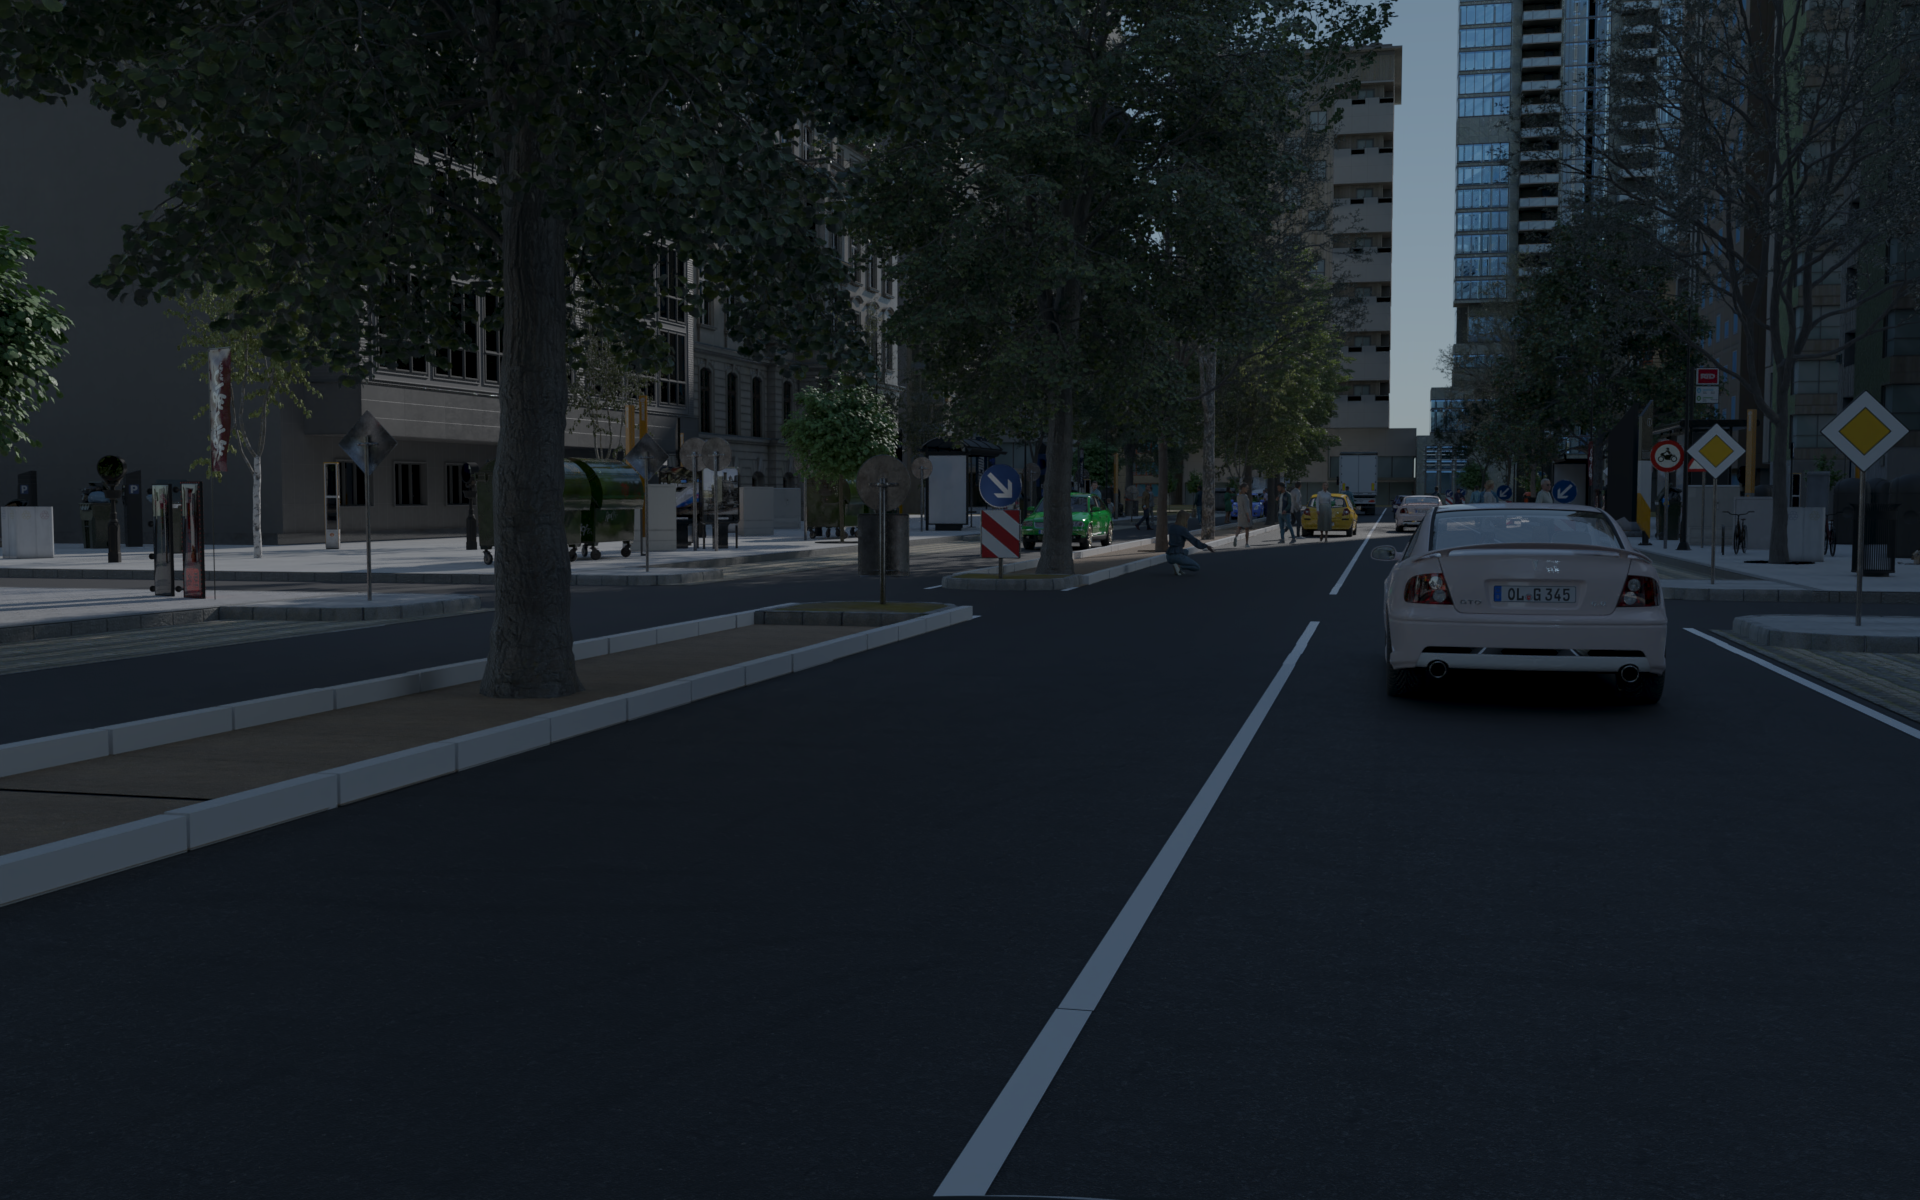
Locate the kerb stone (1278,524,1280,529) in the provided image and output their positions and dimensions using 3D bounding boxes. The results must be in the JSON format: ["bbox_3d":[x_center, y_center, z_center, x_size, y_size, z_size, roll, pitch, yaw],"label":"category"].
[{"bbox_3d":[12.835,-2.960,70.626,0.120,0.150,1.000,1,4,14],"label":"kerb stone"}]

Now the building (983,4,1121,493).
[{"bbox_3d":[-0.436,-34.688,156.393,27.495,52.752,28.713,1,4,14],"label":"building"}]

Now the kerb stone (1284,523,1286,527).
[{"bbox_3d":[13.839,-3.205,74.604,0.120,0.150,1.000,1,4,14],"label":"kerb stone"}]

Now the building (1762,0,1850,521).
[{"bbox_3d":[47.570,-24.557,85.094,14.154,41.232,14.086,1,4,14],"label":"building"}]

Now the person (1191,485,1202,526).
[{"bbox_3d":[10.801,-4.266,78.227,0.794,1.824,0.713,0,4,-6],"label":"person"}]

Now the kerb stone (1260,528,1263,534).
[{"bbox_3d":[10.587,-2.414,61.659,0.120,0.150,1.000,1,4,14],"label":"kerb stone"}]

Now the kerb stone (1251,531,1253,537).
[{"bbox_3d":[9.586,-2.166,57.667,0.120,0.150,1.000,1,4,14],"label":"kerb stone"}]

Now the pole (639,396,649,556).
[{"bbox_3d":[-6.563,-2.576,35.959,0.158,3.312,0.155,0,3,0],"label":"pole"}]

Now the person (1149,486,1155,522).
[{"bbox_3d":[8.875,-4.454,81.527,0.583,1.804,0.606,1,4,11],"label":"person"}]

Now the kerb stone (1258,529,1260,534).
[{"bbox_3d":[10.339,-2.349,60.667,0.120,0.150,1.000,1,4,14],"label":"kerb stone"}]

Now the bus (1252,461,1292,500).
[{"bbox_3d":[23.029,-8.350,128.073,2.896,3.916,12.252,1,4,13],"label":"bus"}]

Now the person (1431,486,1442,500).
[{"bbox_3d":[23.790,-4.782,86.677,0.713,1.824,0.794,-2,4,-25],"label":"person"}]

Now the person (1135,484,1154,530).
[{"bbox_3d":[7.400,-3.719,69.209,0.836,1.842,0.656,-1,4,-15],"label":"person"}]

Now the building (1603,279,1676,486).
[{"bbox_3d":[67.680,-18.036,139.930,27.650,21.520,28.899,1,4,14],"label":"building"}]

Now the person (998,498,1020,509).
[{"bbox_3d":[1.162,-1.977,41.659,0.563,1.720,0.643,-1,4,-15],"label":"person"}]

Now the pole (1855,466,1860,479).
[{"bbox_3d":[29.737,-3.883,57.337,0.158,3.312,0.155,0,3,0],"label":"pole"}]

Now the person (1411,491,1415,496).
[{"bbox_3d":[40.774,-8.997,156.310,1.217,1.735,0.721,-3,5,-40],"label":"person"}]

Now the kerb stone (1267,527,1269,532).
[{"bbox_3d":[11.331,-2.595,64.634,0.120,0.150,1.000,1,4,14],"label":"kerb stone"}]

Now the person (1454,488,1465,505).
[{"bbox_3d":[28.712,-5.529,99.354,0.683,1.767,0.568,-1,4,-21],"label":"person"}]

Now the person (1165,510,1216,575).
[{"bbox_3d":[3.956,-1.032,30.870,0.738,1.151,1.012,-2,4,-30],"label":"person"}]

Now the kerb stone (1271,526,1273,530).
[{"bbox_3d":[11.836,-2.718,66.633,0.120,0.150,1.000,1,4,14],"label":"kerb stone"}]

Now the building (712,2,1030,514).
[{"bbox_3d":[-11.705,-26.164,119.655,32.217,40.220,23.993,1,4,14],"label":"building"}]

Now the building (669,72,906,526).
[{"bbox_3d":[-12.577,-16.195,83.867,14.460,24.649,34.723,1,4,14],"label":"building"}]

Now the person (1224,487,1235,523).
[{"bbox_3d":[13.184,-4.678,85.237,0.529,1.795,0.600,-3,4,-36],"label":"person"}]

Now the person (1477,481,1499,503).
[{"bbox_3d":[14.411,-2.353,47.308,0.601,1.785,0.444,2,4,24],"label":"person"}]

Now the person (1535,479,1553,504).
[{"bbox_3d":[12.696,-1.762,37.802,0.515,1.767,0.782,3,4,39],"label":"person"}]

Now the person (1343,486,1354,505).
[{"bbox_3d":[19.946,-4.948,89.268,0.638,1.841,0.748,3,5,43],"label":"person"}]

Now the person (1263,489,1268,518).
[{"bbox_3d":[18.440,-5.831,104.779,0.436,1.711,0.756,2,4,32],"label":"person"}]

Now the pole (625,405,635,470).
[{"bbox_3d":[-7.565,-2.809,39.778,0.158,3.312,0.155,0,3,0],"label":"pole"}]

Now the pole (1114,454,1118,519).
[{"bbox_3d":[7.868,-5.721,87.376,0.158,3.312,0.155,0,3,0],"label":"pole"}]

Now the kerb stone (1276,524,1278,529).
[{"bbox_3d":[12.588,-2.899,69.634,0.120,0.150,1.000,1,4,14],"label":"kerb stone"}]

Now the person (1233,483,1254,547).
[{"bbox_3d":[7.579,-2.268,46.338,0.466,1.731,0.760,2,4,33],"label":"person"}]

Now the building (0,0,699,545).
[{"bbox_3d":[-19.322,-16.008,55.239,14.314,27.812,24.014,1,4,14],"label":"building"}]

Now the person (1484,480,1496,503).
[{"bbox_3d":[13.077,-2.083,42.915,0.624,1.780,0.694,1,4,16],"label":"person"}]

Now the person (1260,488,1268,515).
[{"bbox_3d":[20.599,-6.613,116.614,1.348,1.826,0.705,1,4,12],"label":"person"}]

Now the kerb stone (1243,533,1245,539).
[{"bbox_3d":[8.843,-1.987,54.690,0.120,0.150,1.000,1,4,14],"label":"kerb stone"}]

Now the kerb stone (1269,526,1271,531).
[{"bbox_3d":[11.588,-2.653,65.632,0.120,0.150,1.000,1,4,14],"label":"kerb stone"}]

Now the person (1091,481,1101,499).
[{"bbox_3d":[4.294,-2.812,54.338,0.748,1.841,0.638,0,4,-8],"label":"person"}]

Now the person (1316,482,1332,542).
[{"bbox_3d":[10.859,-2.628,51.690,0.478,1.798,0.641,1,4,9],"label":"person"}]

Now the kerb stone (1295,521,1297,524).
[{"bbox_3d":[17.086,-3.990,87.536,0.120,0.150,1.000,1,4,14],"label":"kerb stone"}]

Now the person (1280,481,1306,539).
[{"bbox_3d":[10.589,-2.853,55.000,0.795,1.843,0.661,-1,4,-10],"label":"person"}]

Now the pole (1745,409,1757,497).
[{"bbox_3d":[19.049,-2.930,41.753,0.158,3.312,0.155,0,3,0],"label":"pole"}]

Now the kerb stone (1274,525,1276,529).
[{"bbox_3d":[12.346,-2.839,68.632,0.120,0.150,1.000,1,4,14],"label":"kerb stone"}]

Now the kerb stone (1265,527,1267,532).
[{"bbox_3d":[11.085,-2.535,63.642,0.120,0.150,1.000,1,4,14],"label":"kerb stone"}]

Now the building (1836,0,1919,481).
[{"bbox_3d":[39.988,-17.817,63.017,14.160,30.474,14.107,1,4,14],"label":"building"}]

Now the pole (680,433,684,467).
[{"bbox_3d":[-9.338,-3.921,57.946,0.158,3.312,0.155,0,3,0],"label":"pole"}]

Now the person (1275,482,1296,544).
[{"bbox_3d":[9.407,-2.532,50.250,0.721,1.781,0.623,-3,5,-41],"label":"person"}]

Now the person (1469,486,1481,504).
[{"bbox_3d":[23.683,-4.335,79.392,0.660,1.820,0.620,-1,4,-15],"label":"person"}]

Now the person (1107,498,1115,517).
[{"bbox_3d":[6.678,-3.890,76.787,0.352,1.250,0.332,0,4,1],"label":"person"}]

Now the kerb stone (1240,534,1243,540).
[{"bbox_3d":[8.586,-1.925,53.701,0.120,0.150,1.000,1,4,14],"label":"kerb stone"}]

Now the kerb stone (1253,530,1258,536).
[{"bbox_3d":[10.090,-2.291,59.658,0.120,0.150,1.000,1,4,14],"label":"kerb stone"}]

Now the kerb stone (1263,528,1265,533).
[{"bbox_3d":[10.839,-2.474,62.649,0.120,0.150,1.000,1,4,14],"label":"kerb stone"}]

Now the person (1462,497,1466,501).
[{"bbox_3d":[50.289,-9.903,173.672,1.065,1.426,0.557,-2,4,-31],"label":"person"}]

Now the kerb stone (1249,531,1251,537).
[{"bbox_3d":[9.345,-2.109,56.674,0.120,0.150,1.000,1,4,14],"label":"kerb stone"}]
